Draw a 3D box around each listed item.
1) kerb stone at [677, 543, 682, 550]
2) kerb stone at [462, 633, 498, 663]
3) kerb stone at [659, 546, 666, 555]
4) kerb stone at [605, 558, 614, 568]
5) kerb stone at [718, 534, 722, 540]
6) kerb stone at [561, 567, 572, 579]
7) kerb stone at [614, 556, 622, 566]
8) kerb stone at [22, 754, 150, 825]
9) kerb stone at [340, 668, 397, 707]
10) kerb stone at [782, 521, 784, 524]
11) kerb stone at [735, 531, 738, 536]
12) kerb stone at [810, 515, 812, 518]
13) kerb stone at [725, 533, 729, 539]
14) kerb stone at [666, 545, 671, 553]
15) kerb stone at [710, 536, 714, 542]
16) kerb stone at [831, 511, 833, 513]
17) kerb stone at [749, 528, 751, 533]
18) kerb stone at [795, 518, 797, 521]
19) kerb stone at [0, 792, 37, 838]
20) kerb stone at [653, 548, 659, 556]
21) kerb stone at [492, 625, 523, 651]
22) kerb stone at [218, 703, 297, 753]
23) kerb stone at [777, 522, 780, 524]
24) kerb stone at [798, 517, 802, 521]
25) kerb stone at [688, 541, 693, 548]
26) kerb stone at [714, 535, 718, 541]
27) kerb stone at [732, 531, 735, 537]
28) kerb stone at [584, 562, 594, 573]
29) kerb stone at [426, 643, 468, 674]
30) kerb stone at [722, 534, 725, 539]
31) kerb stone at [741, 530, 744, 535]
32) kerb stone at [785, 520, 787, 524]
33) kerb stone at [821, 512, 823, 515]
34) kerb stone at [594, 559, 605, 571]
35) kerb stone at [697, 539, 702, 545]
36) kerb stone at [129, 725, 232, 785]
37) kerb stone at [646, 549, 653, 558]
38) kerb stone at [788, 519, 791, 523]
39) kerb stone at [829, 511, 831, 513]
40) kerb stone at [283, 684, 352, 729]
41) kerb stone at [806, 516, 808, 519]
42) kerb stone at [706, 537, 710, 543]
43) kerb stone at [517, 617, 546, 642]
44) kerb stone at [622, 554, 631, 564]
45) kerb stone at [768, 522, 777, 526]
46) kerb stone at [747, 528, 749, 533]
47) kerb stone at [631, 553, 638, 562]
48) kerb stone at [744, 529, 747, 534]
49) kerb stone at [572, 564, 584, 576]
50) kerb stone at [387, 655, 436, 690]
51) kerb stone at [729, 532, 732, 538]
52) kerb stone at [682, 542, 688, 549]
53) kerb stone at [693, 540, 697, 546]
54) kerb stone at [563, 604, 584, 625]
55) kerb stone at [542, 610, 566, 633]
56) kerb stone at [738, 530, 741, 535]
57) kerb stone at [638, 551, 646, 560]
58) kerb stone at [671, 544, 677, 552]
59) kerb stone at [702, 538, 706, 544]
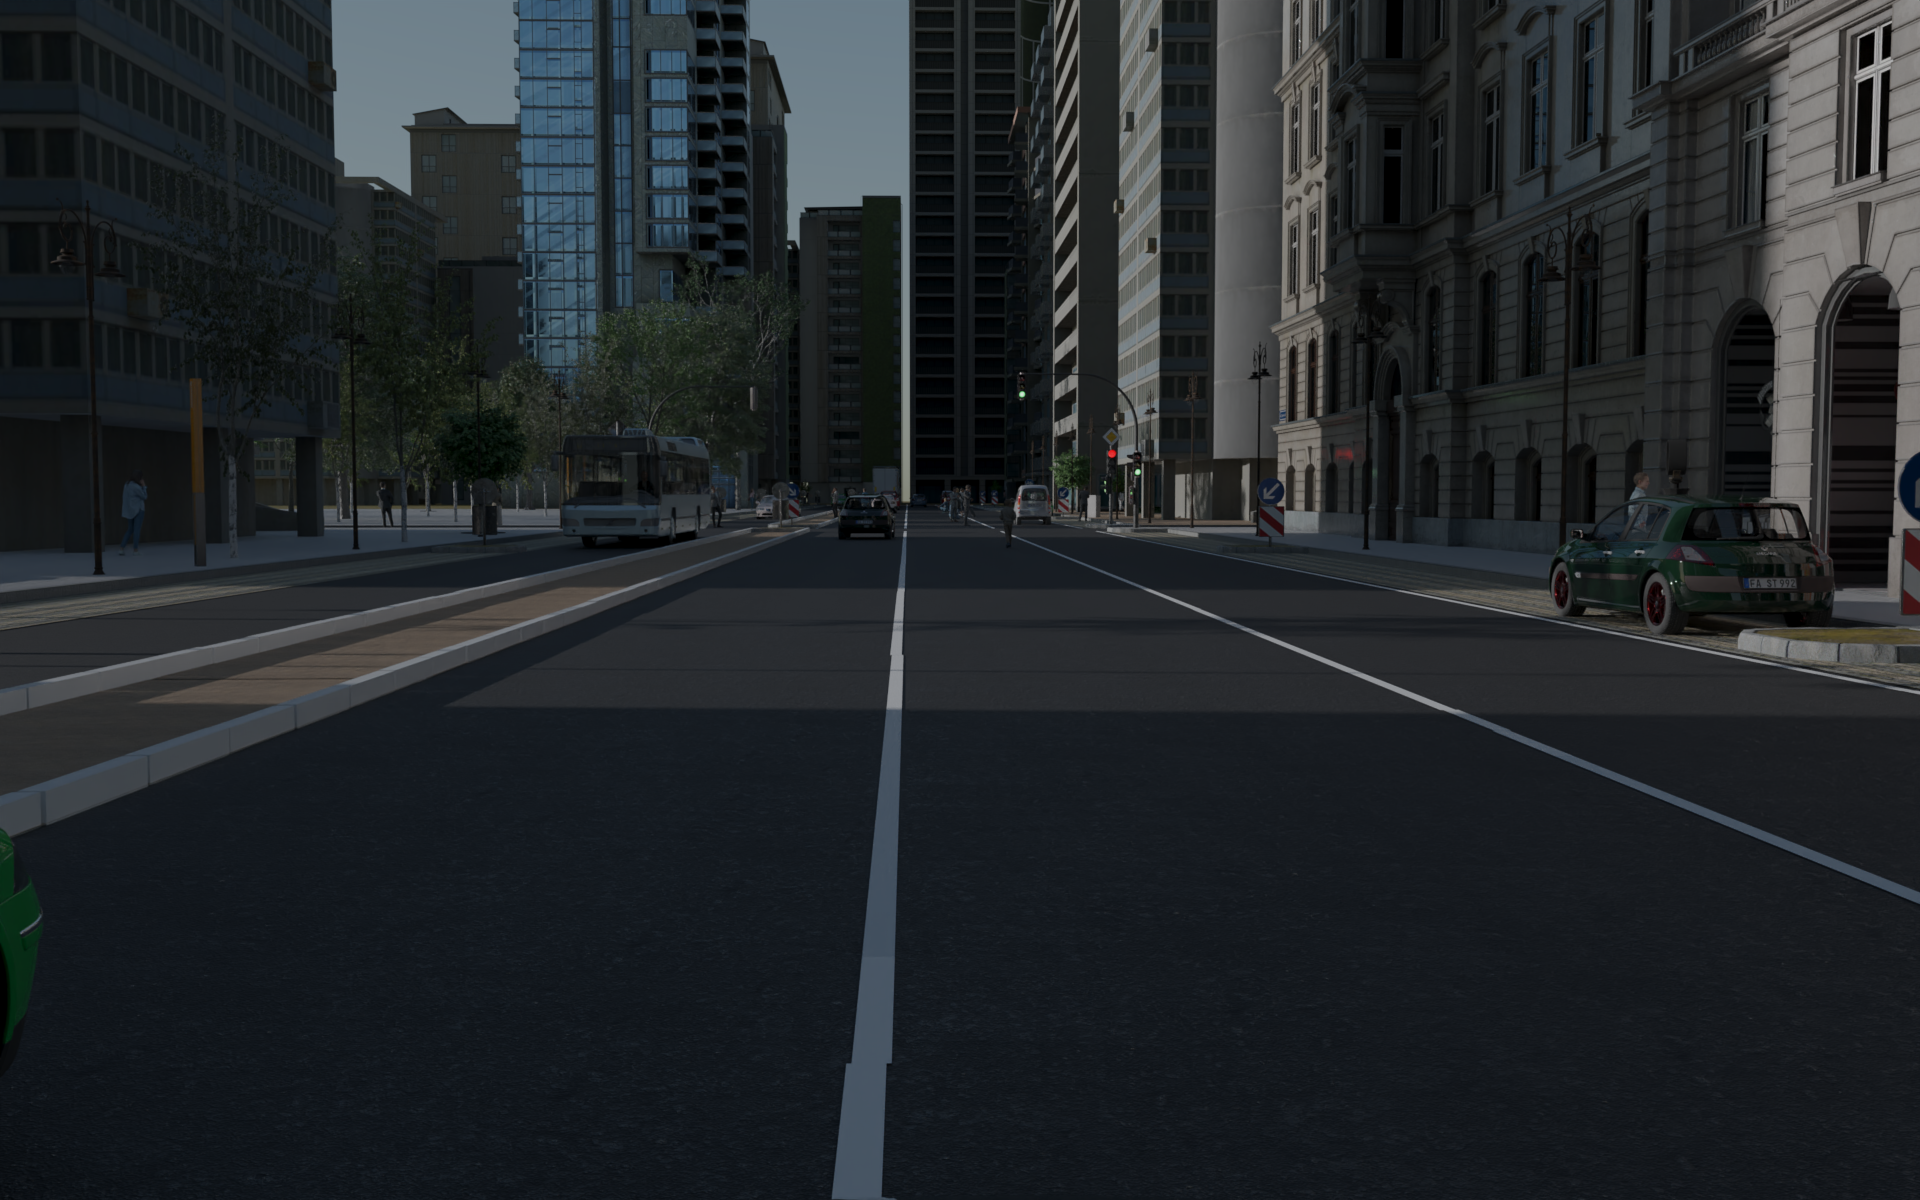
[{"bbox_3d":[-7.206,-1.318,43.747,0.120,0.150,1.000,0,4,-2],"label":"kerb stone"},{"bbox_3d":[-4.245,0.431,15.155,0.120,0.150,1.000,0,4,-2],"label":"kerb stone"},{"bbox_3d":[-7.102,-1.130,40.676,0.120,0.150,1.000,0,4,-2],"label":"kerb stone"},{"bbox_3d":[-6.896,-0.692,33.512,0.120,0.150,1.000,0,4,-2],"label":"kerb stone"},{"bbox_3d":[-7.480,-1.879,52.953,0.120,0.150,1.000,0,4,-2],"label":"kerb stone"},{"bbox_3d":[-6.781,-0.437,29.395,0.120,0.150,1.000,0,4,-2],"label":"kerb stone"},{"bbox_3d":[-6.925,-0.752,34.540,0.120,0.150,1.000,0,4,-2],"label":"kerb stone"},{"bbox_3d":[-4.024,0.869,7.981,0.120,0.150,1.000,0,4,-2],"label":"kerb stone"},{"bbox_3d":[-4.153,0.620,12.086,0.120,0.150,1.000,0,4,-2],"label":"kerb stone"},{"bbox_3d":[-8.273,-3.482,79.132,0.120,0.150,1.000,0,4,-2],"label":"kerb stone"},{"bbox_3d":[-7.631,-2.192,58.081,0.120,0.150,1.000,0,4,-2],"label":"kerb stone"},{"bbox_3d":[-8.950,-4.862,101.688,0.120,0.150,1.000,0,4,-2],"label":"kerb stone"},{"bbox_3d":[-7.543,-2.007,55.015,0.120,0.150,1.000,0,4,-2],"label":"kerb stone"},{"bbox_3d":[-7.141,-1.183,41.702,0.120,0.150,1.000,0,4,-2],"label":"kerb stone"},{"bbox_3d":[-7.432,-1.753,50.910,0.120,0.150,1.000,0,4,-2],"label":"kerb stone"},{"bbox_3d":[-9.778,-6.555,129.366,0.120,0.150,1.000,0,4,-2],"label":"kerb stone"},{"bbox_3d":[-7.792,-2.508,63.200,0.120,0.150,1.000,0,4,-2],"label":"kerb stone"},{"bbox_3d":[-8.552,-4.048,88.372,0.120,0.150,1.000,0,4,-2],"label":"kerb stone"},{"bbox_3d":[-4.002,0.932,6.955,0.120,0.150,1.000,0,4,-2],"label":"kerb stone"},{"bbox_3d":[-7.084,-1.062,39.655,0.120,0.150,1.000,0,4,-2],"label":"kerb stone"},{"bbox_3d":[-4.278,0.368,16.176,0.120,0.150,1.000,0,4,-2],"label":"kerb stone"},{"bbox_3d":[-4.095,0.748,10.038,0.120,0.150,1.000,0,4,-2],"label":"kerb stone"},{"bbox_3d":[-8.201,-3.357,77.077,0.120,0.150,1.000,0,4,-2],"label":"kerb stone"},{"bbox_3d":[-8.668,-4.293,92.470,0.120,0.150,1.000,0,4,-2],"label":"kerb stone"},{"bbox_3d":[-7.262,-1.442,45.794,0.120,0.150,1.000,0,4,-2],"label":"kerb stone"},{"bbox_3d":[-7.457,-1.814,51.932,0.120,0.150,1.000,0,4,-2],"label":"kerb stone"},{"bbox_3d":[-7.605,-2.132,57.059,0.120,0.150,1.000,0,4,-2],"label":"kerb stone"},{"bbox_3d":[-6.839,-0.566,31.443,0.120,0.150,1.000,0,4,-2],"label":"kerb stone"},{"bbox_3d":[-4.221,0.493,14.133,0.120,0.150,1.000,0,4,-2],"label":"kerb stone"},{"bbox_3d":[-7.512,-1.939,53.989,0.120,0.150,1.000,0,4,-2],"label":"kerb stone"},{"bbox_3d":[-7.701,-2.318,60.126,0.120,0.150,1.000,0,4,-2],"label":"kerb stone"},{"bbox_3d":[-8.327,-3.607,81.180,0.120,0.150,1.000,0,4,-2],"label":"kerb stone"},{"bbox_3d":[-9.348,-5.676,114.999,0.120,0.150,1.000,0,4,-2],"label":"kerb stone"},{"bbox_3d":[-6.863,-0.629,32.484,0.120,0.150,1.000,0,4,-2],"label":"kerb stone"},{"bbox_3d":[-7.325,-1.568,47.836,0.120,0.150,1.000,0,4,-2],"label":"kerb stone"},{"bbox_3d":[-4.059,0.806,9.014,0.120,0.150,1.000,0,4,-2],"label":"kerb stone"},{"bbox_3d":[-7.044,-1.004,38.633,0.120,0.150,1.000,0,4,-2],"label":"kerb stone"},{"bbox_3d":[-8.430,-3.796,84.259,0.120,0.150,1.000,0,4,-2],"label":"kerb stone"},{"bbox_3d":[-9.689,-6.364,126.283,0.120,0.150,1.000,0,4,-2],"label":"kerb stone"},{"bbox_3d":[-4.121,0.682,11.065,0.120,0.150,1.000,0,4,-2],"label":"kerb stone"},{"bbox_3d":[-8.823,-4.612,97.595,0.120,0.150,1.000,0,4,-2],"label":"kerb stone"},{"bbox_3d":[-7.390,-1.693,49.884,0.120,0.150,1.000,0,4,-2],"label":"kerb stone"},{"bbox_3d":[-4.304,0.306,17.198,0.120,0.150,1.000,0,4,-2],"label":"kerb stone"},{"bbox_3d":[-6.958,-0.818,35.568,0.120,0.150,1.000,0,4,-2],"label":"kerb stone"},{"bbox_3d":[-8.143,-3.231,75.014,0.120,0.150,1.000,0,4,-2],"label":"kerb stone"},{"bbox_3d":[-7.760,-2.439,62.179,0.120,0.150,1.000,0,4,-2],"label":"kerb stone"},{"bbox_3d":[-6.990,-0.877,36.590,0.120,0.150,1.000,0,4,-2],"label":"kerb stone"},{"bbox_3d":[-7.725,-2.383,61.152,0.120,0.150,1.000,0,4,-2],"label":"kerb stone"},{"bbox_3d":[-6.805,-0.503,30.417,0.120,0.150,1.000,0,4,-2],"label":"kerb stone"},{"bbox_3d":[-4.186,0.556,13.108,0.120,0.150,1.000,0,4,-2],"label":"kerb stone"},{"bbox_3d":[-7.576,-2.070,56.038,0.120,0.150,1.000,0,4,-2],"label":"kerb stone"},{"bbox_3d":[-7.233,-1.381,44.772,0.120,0.150,1.000,0,4,-2],"label":"kerb stone"},{"bbox_3d":[-7.294,-1.504,46.815,0.120,0.150,1.000,0,4,-2],"label":"kerb stone"},{"bbox_3d":[-4.361,0.185,19.246,0.120,0.150,1.000,0,4,-2],"label":"kerb stone"},{"bbox_3d":[-4.333,0.246,18.223,0.120,0.150,1.000,0,4,-2],"label":"kerb stone"},{"bbox_3d":[-7.659,-2.257,59.102,0.120,0.150,1.000,0,4,-2],"label":"kerb stone"},{"bbox_3d":[-7.016,-0.937,37.612,0.120,0.150,1.000,0,4,-2],"label":"kerb stone"},{"bbox_3d":[-7.177,-1.254,42.725,0.120,0.150,1.000,0,4,-2],"label":"kerb stone"},{"bbox_3d":[-7.369,-1.631,48.861,0.120,0.150,1.000,0,4,-2],"label":"kerb stone"}]
